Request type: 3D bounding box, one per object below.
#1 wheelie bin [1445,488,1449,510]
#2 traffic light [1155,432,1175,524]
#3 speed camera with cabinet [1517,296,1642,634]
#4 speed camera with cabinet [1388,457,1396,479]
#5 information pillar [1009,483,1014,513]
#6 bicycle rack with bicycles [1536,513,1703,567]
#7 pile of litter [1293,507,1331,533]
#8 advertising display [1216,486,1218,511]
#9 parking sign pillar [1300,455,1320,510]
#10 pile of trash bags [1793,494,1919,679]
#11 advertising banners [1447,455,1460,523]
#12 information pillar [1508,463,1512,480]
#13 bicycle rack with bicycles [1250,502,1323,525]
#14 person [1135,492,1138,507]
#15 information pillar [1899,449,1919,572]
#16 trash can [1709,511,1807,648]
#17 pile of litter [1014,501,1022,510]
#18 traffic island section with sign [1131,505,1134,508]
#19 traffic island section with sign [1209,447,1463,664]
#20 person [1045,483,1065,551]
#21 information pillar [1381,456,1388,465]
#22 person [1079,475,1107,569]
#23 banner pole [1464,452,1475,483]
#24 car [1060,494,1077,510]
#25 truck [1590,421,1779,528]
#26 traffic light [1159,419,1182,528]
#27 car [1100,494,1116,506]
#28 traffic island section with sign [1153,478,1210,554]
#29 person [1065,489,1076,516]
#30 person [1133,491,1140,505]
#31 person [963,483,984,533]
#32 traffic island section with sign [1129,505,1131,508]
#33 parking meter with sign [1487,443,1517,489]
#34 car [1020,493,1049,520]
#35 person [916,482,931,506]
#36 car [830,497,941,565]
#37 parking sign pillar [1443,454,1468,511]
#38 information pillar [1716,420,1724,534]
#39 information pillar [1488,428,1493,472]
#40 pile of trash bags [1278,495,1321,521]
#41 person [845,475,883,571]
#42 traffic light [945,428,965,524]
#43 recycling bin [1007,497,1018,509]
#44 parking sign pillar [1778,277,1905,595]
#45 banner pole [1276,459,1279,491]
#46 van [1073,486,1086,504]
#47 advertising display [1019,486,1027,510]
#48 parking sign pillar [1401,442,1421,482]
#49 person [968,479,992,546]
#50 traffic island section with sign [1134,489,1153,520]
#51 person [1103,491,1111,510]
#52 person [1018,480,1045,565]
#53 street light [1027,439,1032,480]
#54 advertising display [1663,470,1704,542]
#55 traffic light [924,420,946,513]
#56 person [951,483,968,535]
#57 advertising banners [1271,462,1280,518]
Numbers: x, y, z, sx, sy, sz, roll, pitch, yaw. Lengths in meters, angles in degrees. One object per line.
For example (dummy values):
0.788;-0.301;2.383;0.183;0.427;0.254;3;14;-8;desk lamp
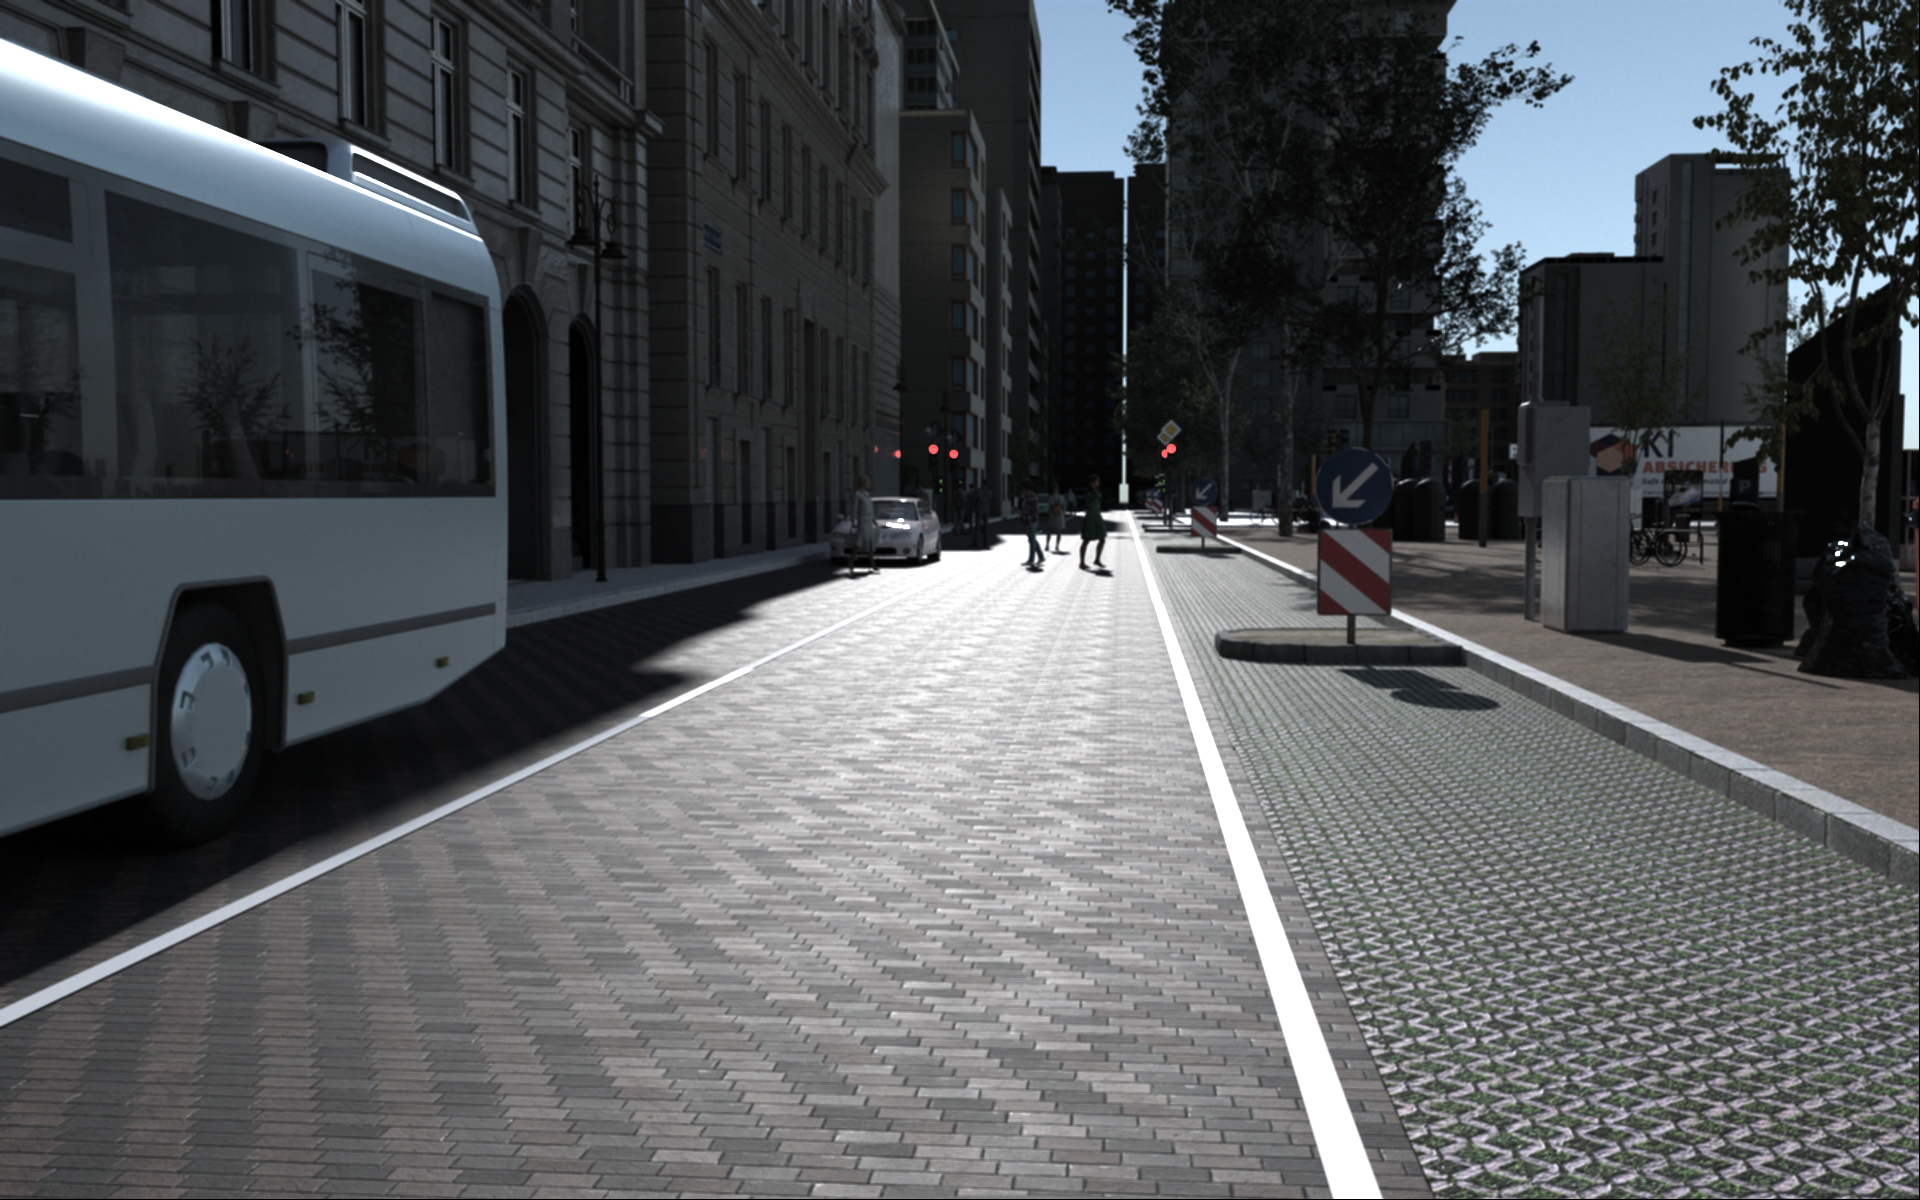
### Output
24.606;-4.964;89.068;0.980;1.594;0.693;0;4;6;wheelie bin
8.655;-5.148;73.097;0.839;4.253;0.868;0;4;5;traffic light
5.922;-1.371;16.754;0.660;3.252;2.038;0;4;5;speed camera with cabinet
23.722;-6.030;92.919;2.038;3.252;0.660;1;4;23;speed camera with cabinet
3.514;-6.911;117.483;0.304;2.012;0.304;-1;4;-10;information pillar
12.274;-1.124;31.755;2.852;0.926;2.925;-1;4;-21;bicycle rack with bicycles
11.551;-2.615;56.720;1.719;0.858;1.176;2;4;28;pile of litter
19.814;-7.831;133.258;0.123;1.923;0.974;0;4;3;advertising display
23.869;-7.935;118.216;1.447;3.967;1.447;0;3;0;parking sign pillar
6.883;-0.146;12.140;1.912;1.369;3.447;2;4;27;pile of trash bags
21.999;-4.918;76.601;0.090;3.025;2.074;-1;4;-9;advertising banners
41.811;-8.585;131.717;0.183;3.616;0.504;-1;4;-16;information pillar
14.179;-3.691;73.731;2.925;0.926;2.852;3;5;40;bicycle rack with bicycles
19.019;-10.892;187.521;0.436;1.711;0.756;1;4;13;person
15.640;-1.472;28.560;0.304;2.012;0.304;-1;4;-12;information pillar
6.719;-0.182;14.622;0.748;1.137;0.748;0;3;0;trash can
4.534;-7.553;137.457;1.176;0.858;1.719;3;4;38;pile of litter
13.533;-7.109;124.861;1.989;1.847;2.006;0;4;5;traffic island section with sign
3.314;-0.421;15.510;1.989;1.847;2.006;0;4;5;traffic island section with sign
2.421;-2.097;43.788;0.512;1.701;0.522;0;4;-7;person
26.055;-7.031;106.317;0.504;3.616;0.183;1;4;20;information pillar
2.553;-1.503;33.315;0.529;1.795;0.600;1;4;21;person
30.315;-6.928;103.288;0.863;3.779;0.401;-1;4;-9;banner pole
9.547;-8.938;154.938;1.959;1.807;4.718;0;4;5;car
29.288;-4.817;67.673;11.283;4.237;2.839;0;4;7;truck
7.912;-4.662;65.147;0.839;4.253;0.868;0;4;5;traffic light
17.442;-12.004;205.057;1.959;1.807;4.718;0;4;7;car
5.813;-2.062;42.350;1.989;1.847;2.006;0;4;5;traffic island section with sign
7.064;-6.258;111.310;0.782;1.767;0.515;2;4;35;person
21.612;-12.418;211.665;1.348;1.807;0.705;-3;4;-38;person
0.506;-3.404;64.112;0.622;1.834;0.822;-2;4;-31;person
18.209;-10.172;174.946;1.989;1.847;2.006;0;4;5;traffic island section with sign
18.671;-3.925;60.440;0.543;3.016;1.738;-2;4;-28;parking meter with sign
4.314;-5.343;96.153;1.959;1.807;4.718;0;4;4;car
-1.184;-2.562;50.730;0.599;1.781;0.374;2;4;29;person
-1.524;-1.496;36.816;2.083;1.381;4.827;0;4;7;car
33.005;-7.791;115.854;1.447;3.967;1.447;2;4;29;parking sign pillar
24.122;-3.887;54.903;0.183;3.616;0.504;1;4;22;information pillar
18.890;-4.312;61.859;0.183;3.616;0.504;0;4;-5;information pillar
16.688;-4.398;81.663;3.447;1.369;1.912;1;4;19;pile of trash bags
-1.811;-1.442;32.429;0.624;1.780;0.694;3;5;44;person
-0.220;-5.198;73.907;0.839;4.253;0.868;0;4;5;traffic light
4.255;-7.840;140.735;0.722;1.027;0.722;-3;4;-38;recycling bin
11.312;-2.062;22.180;1.447;3.967;1.447;-3;5;-43;parking sign pillar
22.981;-8.266;125.159;0.401;3.779;0.863;2;4;28;banner pole
13.835;-11.815;197.563;2.240;2.365;5.245;0;4;6;van
5.126;-7.958;135.332;0.974;1.923;0.123;1;4;10;advertising display
23.496;-6.232;90.358;1.447;3.967;1.447;-1;4;-10;parking sign pillar
0.548;-2.401;47.566;0.655;1.846;0.447;-2;4;-26;person
10.991;-5.448;97.699;1.989;1.847;2.006;0;4;5;traffic island section with sign
13.221;-8.994;156.377;0.721;1.723;1.217;3;5;40;person
1.452;-1.558;34.814;0.643;1.720;0.563;-1;4;-11;person
5.740;-10.357;142.130;0.468;5.910;1.993;0;4;5;street light
19.307;-2.510;46.258;0.974;1.923;0.123;1;4;11;advertising display
-0.962;-4.712;65.957;0.839;4.253;0.868;0;4;5;traffic light
0.015;-3.216;61.176;0.850;1.850;0.679;-3;5;-40;person
16.987;-5.905;92.741;0.090;3.025;2.074;1;4;18;advertising banners
